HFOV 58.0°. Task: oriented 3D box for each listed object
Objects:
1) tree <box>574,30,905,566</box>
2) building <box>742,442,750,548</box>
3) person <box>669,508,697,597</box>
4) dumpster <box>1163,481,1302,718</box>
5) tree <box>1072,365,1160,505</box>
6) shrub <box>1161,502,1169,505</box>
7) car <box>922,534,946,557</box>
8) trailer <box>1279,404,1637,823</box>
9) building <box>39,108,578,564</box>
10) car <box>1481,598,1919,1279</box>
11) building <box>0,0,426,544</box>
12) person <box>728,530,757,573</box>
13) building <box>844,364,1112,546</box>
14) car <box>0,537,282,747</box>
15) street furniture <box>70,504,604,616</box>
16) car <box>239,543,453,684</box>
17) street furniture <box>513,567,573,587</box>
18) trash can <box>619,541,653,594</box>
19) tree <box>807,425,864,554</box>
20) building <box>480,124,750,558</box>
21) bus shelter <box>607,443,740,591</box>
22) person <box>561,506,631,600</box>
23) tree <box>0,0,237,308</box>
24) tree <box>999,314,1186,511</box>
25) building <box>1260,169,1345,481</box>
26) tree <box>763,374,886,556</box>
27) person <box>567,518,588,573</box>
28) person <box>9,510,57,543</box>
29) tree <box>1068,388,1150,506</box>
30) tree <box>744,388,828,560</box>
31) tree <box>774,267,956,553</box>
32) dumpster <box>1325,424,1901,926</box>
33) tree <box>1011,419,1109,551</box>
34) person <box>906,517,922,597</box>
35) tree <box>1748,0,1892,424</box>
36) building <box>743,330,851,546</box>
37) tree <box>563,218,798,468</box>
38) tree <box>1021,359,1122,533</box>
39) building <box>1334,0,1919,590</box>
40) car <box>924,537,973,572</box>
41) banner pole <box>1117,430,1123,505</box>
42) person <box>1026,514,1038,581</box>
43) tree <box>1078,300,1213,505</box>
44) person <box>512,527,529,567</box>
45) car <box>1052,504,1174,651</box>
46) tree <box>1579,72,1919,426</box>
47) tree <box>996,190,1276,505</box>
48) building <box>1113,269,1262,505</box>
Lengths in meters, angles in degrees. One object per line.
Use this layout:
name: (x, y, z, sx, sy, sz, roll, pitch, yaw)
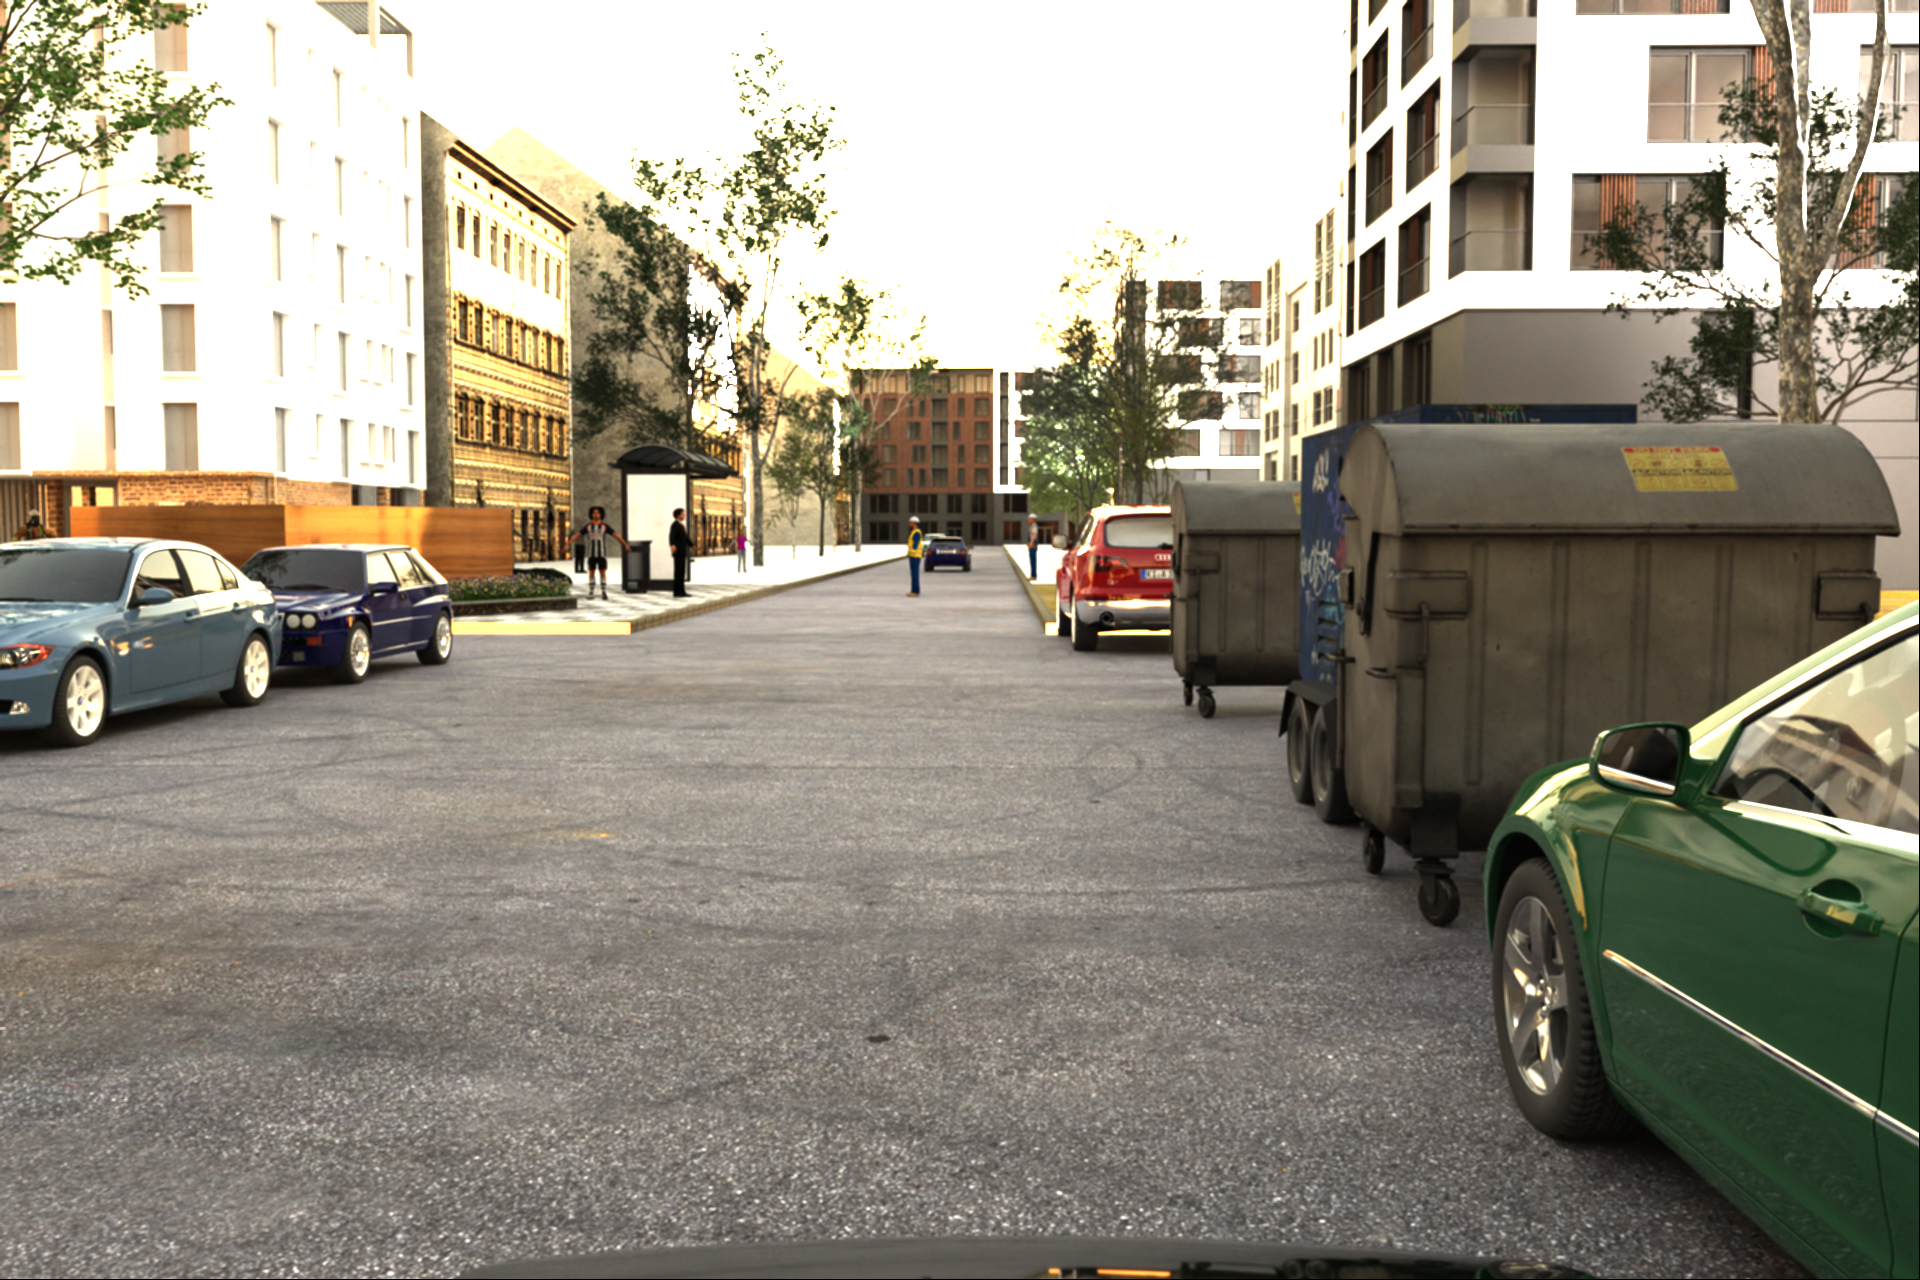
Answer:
tree: (-8.618, -12.963, 67.829, 12.611, 20.169, 13.585, 0, 3, 0)
building: (-24.050, -13.399, 161.227, 9.099, 9.664, 28.070, 0, 4, 0)
person: (-5.678, -1.777, 35.243, 0.705, 1.806, 1.347, 1, 4, 10)
dumpster: (2.619, -0.350, 13.946, 1.865, 1.857, 1.264, 0, 4, 0)
tree: (7.133, -7.635, 75.195, 4.360, 8.622, 3.978, 0, 3, 0)
shrub: (4.513, -2.002, 36.773, 1.661, 2.075, 1.752, 0, 3, 0)
car: (-1.544, -5.849, 107.421, 2.131, 1.459, 4.920, 0, 4, 2)
trailer: (2.502, -0.156, 9.598, 1.471, 1.999, 3.904, 0, 4, 0)
building: (-28.477, -14.946, 75.299, 19.493, 23.208, 18.063, 0, 4, 2)
car: (2.280, 0.555, 2.732, 2.131, 1.459, 4.920, 0, 3, 0)
building: (-25.277, -11.932, 51.516, 16.016, 20.090, 11.380, 0, 4, 2)
person: (-7.259, -2.967, 57.774, 0.991, 1.433, 0.599, -2, 4, -24)
building: (2.828, -22.935, 221.419, 32.646, 21.610, 27.936, 0, 4, 4)
car: (-6.739, -0.072, 13.183, 2.014, 1.417, 4.499, 0, 4, 1)
street furniture: (-10.751, -1.249, 27.269, 11.010, 1.723, 9.812, 2, 4, 26)
car: (-6.563, -0.319, 17.798, 1.945, 1.354, 3.894, 0, 4, 2)
street furniture: (-12.423, -1.493, 40.032, 5.734, 0.657, 10.072, 0, 4, 5)
trash can: (-7.018, -1.581, 37.505, 0.748, 1.137, 0.748, 0, 3, 0)
tree: (-8.066, -9.844, 111.310, 4.360, 8.622, 3.978, 0, 3, 0)
building: (-23.461, -16.606, 102.443, 19.493, 23.208, 18.063, 0, 4, 2)
bus shelter: (-6.730, -2.905, 41.419, 2.014, 3.302, 5.546, 0, 4, 3)
person: (-7.123, -1.702, 33.979, 1.345, 1.843, 0.704, 0, 4, -5)
tree: (-13.034, -5.840, 21.235, 9.928, 11.665, 9.643, 0, 3, 0)
tree: (7.245, -11.408, 96.883, 12.009, 13.543, 11.850, 0, 3, 0)
building: (26.942, -13.821, 92.435, 16.747, 18.905, 31.486, 0, 4, 1)
tree: (-7.715, -10.128, 100.012, 7.601, 10.594, 8.767, -2, 4, -29)
person: (-12.500, -3.114, 57.039, 1.348, 1.813, 0.705, 2, 4, 33)
person: (-21.775, -2.142, 40.793, 0.705, 1.858, 1.354, 3, 5, 40)
tree: (6.899, -8.173, 83.984, 4.360, 8.622, 3.978, 0, 3, 0)
tree: (-8.245, -8.348, 86.844, 4.360, 8.622, 3.978, 0, 3, 0)
tree: (-6.644, -16.236, 121.354, 12.611, 20.169, 13.585, 0, 3, 0)
dumpster: (2.454, 0.087, 6.786, 1.865, 1.857, 1.264, 0, 4, 1)
tree: (7.553, -12.979, 130.332, 7.486, 12.596, 7.792, 0, 3, 0)
person: (-1.075, -1.921, 39.834, 0.705, 1.833, 1.349, 0, 4, -5)
tree: (7.749, -9.928, 18.213, 12.611, 20.169, 13.585, 0, 3, 0)
building: (-22.466, -22.303, 195.578, 19.493, 23.208, 18.063, 0, 4, 1)
tree: (-8.653, -7.205, 52.215, 8.767, 10.594, 7.601, 2, 4, 35)
tree: (7.309, -11.754, 110.305, 7.486, 12.596, 7.792, 0, 3, 0)
building: (25.718, -12.905, 54.966, 27.936, 21.610, 32.646, 0, 4, 1)
car: (-0.462, -3.332, 67.053, 1.945, 1.354, 3.894, 0, 4, 2)
banner pole: (3.852, -3.158, 41.646, 0.401, 3.779, 0.863, 0, 4, 2)
person: (1.988, -2.572, 47.906, 0.705, 1.847, 1.347, 0, 3, 0)
tree: (6.420, -6.333, 53.914, 4.360, 8.622, 3.978, 0, 3, 0)
person: (-15.514, -3.257, 59.527, 1.348, 1.796, 0.705, -1, 4, -15)
car: (2.381, -0.863, 22.783, 2.281, 1.827, 5.304, 0, 4, 0)
tree: (16.636, -6.045, 33.245, 8.767, 10.594, 7.601, -1, 4, -23)
tree: (6.381, -9.272, 61.965, 12.009, 13.543, 11.850, 0, 3, 0)
building: (27.041, -18.704, 149.788, 27.936, 21.610, 32.646, 0, 4, 1)
